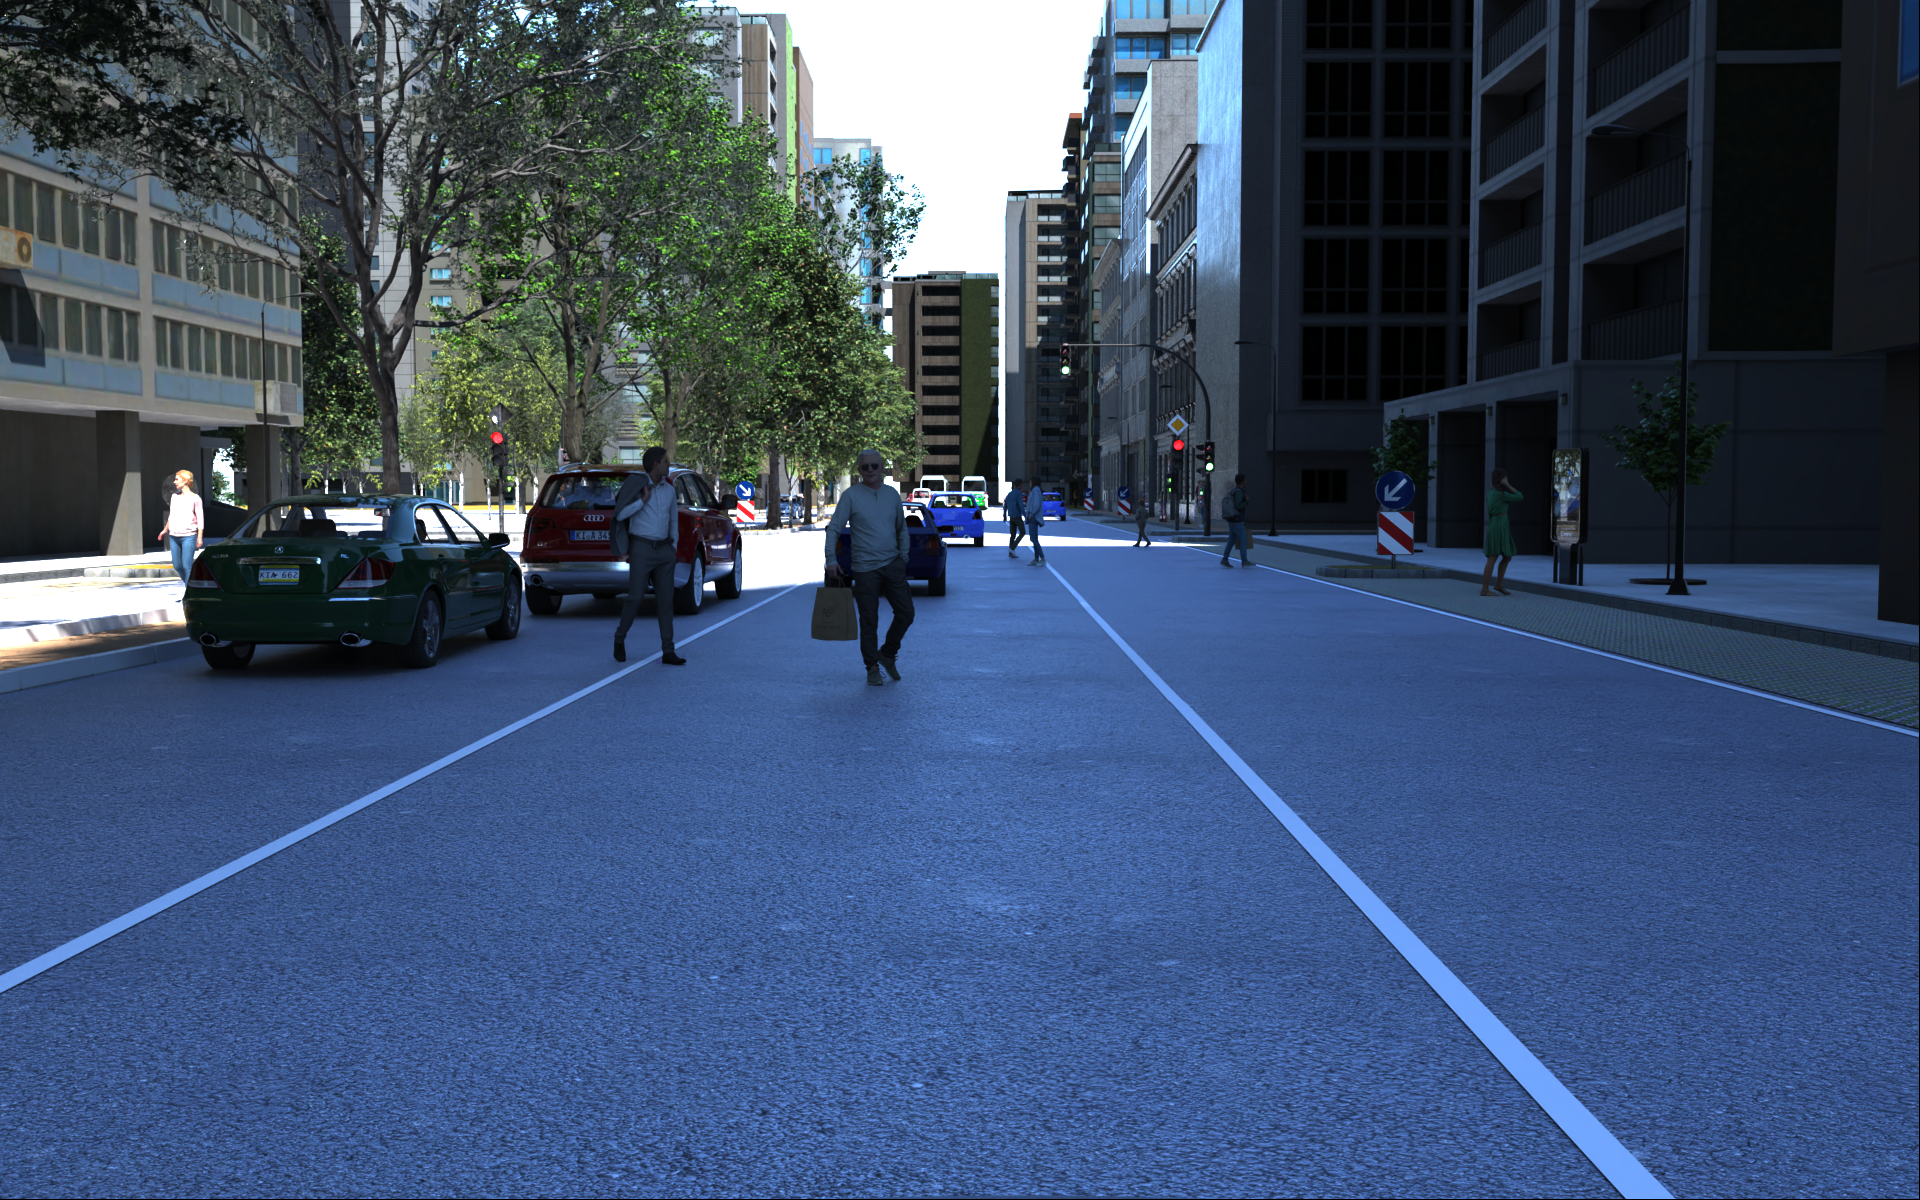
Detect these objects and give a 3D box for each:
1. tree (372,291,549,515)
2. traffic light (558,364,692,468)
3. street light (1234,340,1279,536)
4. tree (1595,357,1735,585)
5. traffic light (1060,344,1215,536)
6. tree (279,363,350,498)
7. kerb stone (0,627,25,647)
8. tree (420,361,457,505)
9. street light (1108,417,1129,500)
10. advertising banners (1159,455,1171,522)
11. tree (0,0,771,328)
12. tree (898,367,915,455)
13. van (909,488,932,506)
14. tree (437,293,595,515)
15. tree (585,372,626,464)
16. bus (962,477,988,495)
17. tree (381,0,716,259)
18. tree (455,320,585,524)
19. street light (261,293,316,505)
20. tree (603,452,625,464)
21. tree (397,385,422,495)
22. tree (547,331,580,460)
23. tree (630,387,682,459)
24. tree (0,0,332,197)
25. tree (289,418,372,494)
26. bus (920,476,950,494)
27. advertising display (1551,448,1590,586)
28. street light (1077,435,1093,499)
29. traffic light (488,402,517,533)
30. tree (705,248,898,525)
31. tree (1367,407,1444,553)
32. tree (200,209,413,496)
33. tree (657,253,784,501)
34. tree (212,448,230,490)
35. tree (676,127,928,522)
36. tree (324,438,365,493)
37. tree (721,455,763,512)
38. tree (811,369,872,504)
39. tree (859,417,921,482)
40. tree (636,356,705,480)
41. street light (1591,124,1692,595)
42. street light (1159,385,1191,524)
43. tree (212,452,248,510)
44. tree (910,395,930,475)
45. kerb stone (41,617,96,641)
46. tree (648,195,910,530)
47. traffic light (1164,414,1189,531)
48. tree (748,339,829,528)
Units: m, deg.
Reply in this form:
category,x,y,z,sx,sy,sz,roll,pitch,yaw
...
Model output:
category,x,y,z,sx,sy,sz,roll,pitch,yaw
tree,-18.316,-6.929,63.644,4.737,8.622,4.395,0,3,0
traffic light,-11.791,-5.266,60.762,4.771,5.953,1.251,0,4,1
street light,8.983,-4.891,52.507,1.470,5.913,1.316,0,4,1
tree,10.194,-1.836,24.622,1.663,3.219,1.824,0,3,0
traffic light,5.393,-4.755,52.420,4.771,5.953,1.251,0,4,1
tree,-38.779,-11.065,99.034,7.486,12.596,7.792,0,3,0
kerb stone,-8.974,0.364,16.244,0.120,0.150,1.000,0,4,1
tree,-23.201,-8.195,84.343,4.360,8.622,3.978,0,3,0
street light,9.579,-8.062,104.349,1.470,5.913,1.316,0,4,1
advertising banners,9.282,-5.030,78.425,0.090,3.025,2.074,0,4,-5
tree,-7.750,-6.752,23.218,12.009,13.543,11.850,0,3,0
tree,-6.633,-11.318,105.641,7.486,12.596,7.792,0,3,0
van,-2.823,-7.539,130.279,2.013,2.044,4.112,0,4,1
tree,-27.451,-12.310,107.922,9.857,13.997,8.962,0,3,0
tree,-21.251,-9.052,98.369,4.360,8.622,3.978,0,3,0
bus,1.625,-11.987,190.851,2.948,3.499,13.247,0,4,1
tree,-7.634,-6.490,34.323,9.928,11.665,9.643,0,3,0
tree,-18.767,-7.572,74.157,4.360,8.622,3.978,0,3,0
street light,-15.539,-4.130,40.073,1.470,5.913,1.316,0,4,1
tree,-15.775,-5.213,79.830,1.663,3.219,1.824,0,3,0
tree,-28.082,-8.894,95.783,4.360,8.622,3.978,0,3,0
tree,-19.375,-7.868,79.003,4.737,8.622,4.395,0,3,0
tree,-19.259,-9.944,112.939,4.737,8.622,4.395,0,3,0
tree,-7.955,-4.577,11.705,8.767,10.594,7.601,0,4,1
tree,-33.884,-8.651,91.799,4.737,8.622,4.395,0,3,0
bus,-2.636,-11.461,182.251,2.948,3.499,13.247,0,4,1
advertising display,8.641,-1.183,24.563,0.123,1.923,0.974,0,4,-4
street light,9.859,-9.976,135.647,1.470,5.913,1.316,0,4,1
traffic light,-13.974,-3.905,52.766,0.839,4.253,0.868,0,4,1
tree,-7.041,-9.688,78.980,7.486,12.596,7.792,0,3,0
tree,9.882,-2.676,38.360,1.663,3.219,1.824,0,3,0
tree,-26.546,-9.279,68.726,9.611,12.733,9.660,0,3,0
tree,-7.282,-6.045,51.651,4.360,8.622,3.978,0,3,0
tree,-40.077,-8.620,91.305,4.360,8.622,3.978,0,3,0
tree,-8.376,-14.140,89.529,12.611,20.169,13.585,0,3,0
tree,-41.946,-10.232,117.649,4.360,8.622,3.978,0,3,0
tree,-15.758,-8.584,124.057,4.285,4.588,4.351,0,3,0
tree,-7.021,-8.963,99.368,4.360,8.622,3.978,0,3,0
tree,-6.913,-11.433,123.796,8.767,10.594,7.601,0,4,1
tree,-15.906,-11.421,104.853,7.486,12.596,7.792,0,3,0
street light,8.634,-3.021,21.942,1.470,5.913,1.316,0,4,1
street light,9.174,-6.192,73.784,1.470,5.913,1.316,0,4,1
tree,-59.002,-13.493,122.432,18.604,14.587,13.155,0,4,-6
tree,-6.838,-11.927,114.473,9.611,12.733,9.660,0,3,0
kerb stone,-8.955,0.303,17.265,0.120,0.150,1.000,0,4,1
tree,-7.035,-8.924,65.369,9.611,12.733,9.660,0,3,0
traffic light,7.577,-4.379,60.522,0.839,4.253,0.868,0,4,1
tree,-7.142,-7.344,72.902,4.737,8.622,4.395,0,3,0
